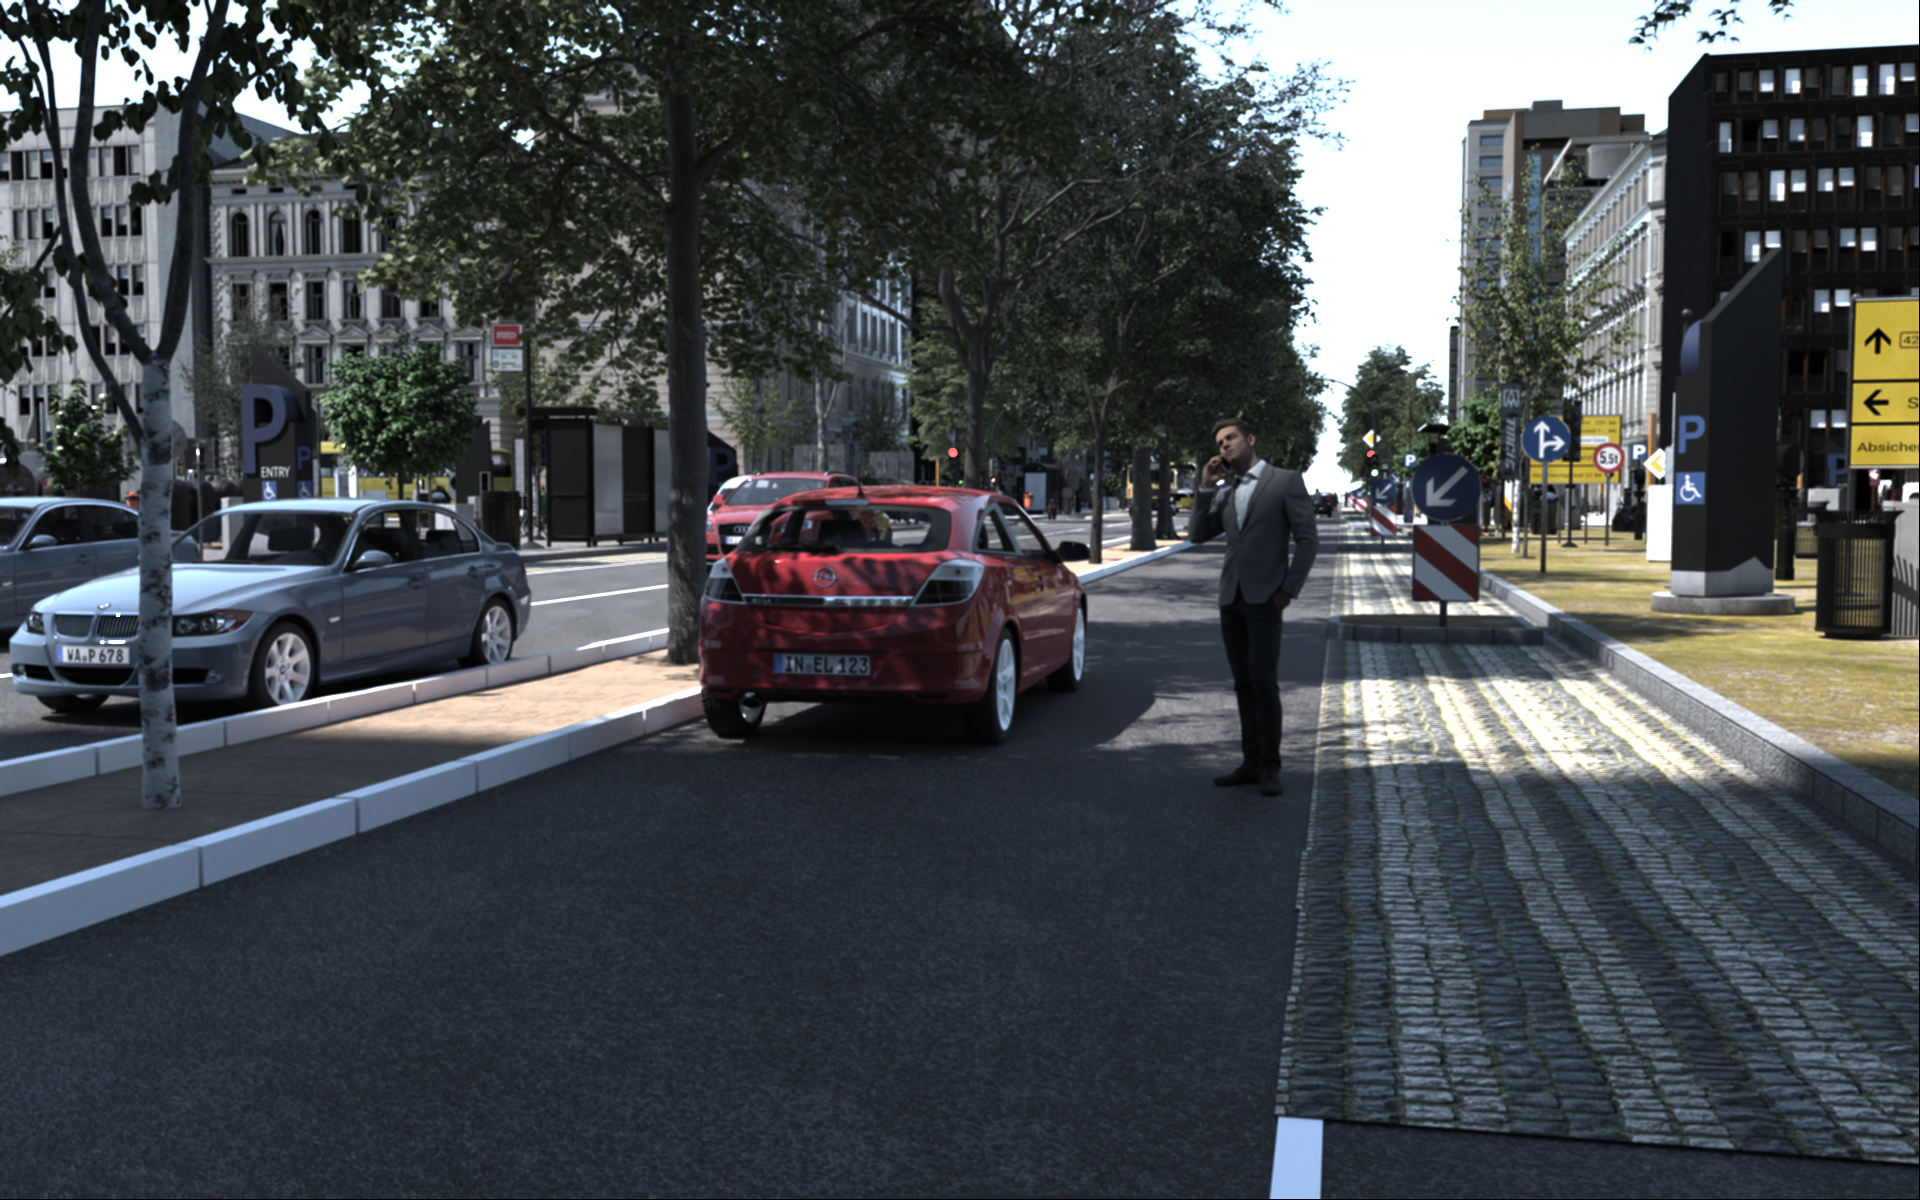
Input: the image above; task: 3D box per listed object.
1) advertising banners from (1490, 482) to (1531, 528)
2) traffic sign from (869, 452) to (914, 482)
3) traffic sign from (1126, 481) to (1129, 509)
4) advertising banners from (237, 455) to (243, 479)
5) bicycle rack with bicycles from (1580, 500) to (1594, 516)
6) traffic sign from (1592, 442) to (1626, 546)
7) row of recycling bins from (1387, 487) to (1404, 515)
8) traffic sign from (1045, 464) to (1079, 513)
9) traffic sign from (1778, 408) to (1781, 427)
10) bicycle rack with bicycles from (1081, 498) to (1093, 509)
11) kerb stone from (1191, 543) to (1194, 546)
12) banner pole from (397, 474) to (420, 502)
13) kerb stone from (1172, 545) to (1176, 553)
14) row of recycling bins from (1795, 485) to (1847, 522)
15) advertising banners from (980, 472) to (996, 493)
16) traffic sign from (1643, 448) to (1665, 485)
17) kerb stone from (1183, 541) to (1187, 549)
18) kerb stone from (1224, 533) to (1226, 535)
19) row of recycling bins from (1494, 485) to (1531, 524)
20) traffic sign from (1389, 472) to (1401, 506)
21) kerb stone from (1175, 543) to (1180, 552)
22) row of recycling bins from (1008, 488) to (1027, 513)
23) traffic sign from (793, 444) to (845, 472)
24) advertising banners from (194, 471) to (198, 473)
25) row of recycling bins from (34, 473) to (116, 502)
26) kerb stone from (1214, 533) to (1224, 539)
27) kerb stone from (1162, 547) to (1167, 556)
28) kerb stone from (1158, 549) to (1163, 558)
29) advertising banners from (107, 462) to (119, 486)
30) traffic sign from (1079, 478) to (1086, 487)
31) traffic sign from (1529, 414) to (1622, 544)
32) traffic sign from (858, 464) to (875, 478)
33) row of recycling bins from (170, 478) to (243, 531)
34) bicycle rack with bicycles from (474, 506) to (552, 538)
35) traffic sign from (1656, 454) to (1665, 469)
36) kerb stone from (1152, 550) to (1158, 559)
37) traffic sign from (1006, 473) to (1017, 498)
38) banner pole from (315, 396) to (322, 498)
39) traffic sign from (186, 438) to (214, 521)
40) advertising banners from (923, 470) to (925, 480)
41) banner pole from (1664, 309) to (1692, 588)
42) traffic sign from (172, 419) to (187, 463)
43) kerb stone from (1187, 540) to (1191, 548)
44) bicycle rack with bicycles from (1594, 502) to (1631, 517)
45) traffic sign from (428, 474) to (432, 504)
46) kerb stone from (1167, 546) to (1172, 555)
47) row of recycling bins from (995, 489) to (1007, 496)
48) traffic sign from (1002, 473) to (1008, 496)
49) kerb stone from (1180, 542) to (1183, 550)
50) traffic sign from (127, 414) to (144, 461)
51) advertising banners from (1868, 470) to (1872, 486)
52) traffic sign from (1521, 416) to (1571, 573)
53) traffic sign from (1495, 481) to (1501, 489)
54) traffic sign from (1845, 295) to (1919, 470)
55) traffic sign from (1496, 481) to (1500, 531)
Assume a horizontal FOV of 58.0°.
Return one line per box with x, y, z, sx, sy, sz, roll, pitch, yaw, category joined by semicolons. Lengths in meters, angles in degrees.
20.724;-4.230;65.344;2.074;3.025;0.090;-2;4;-24;advertising banners
-3.296;-5.459;83.135;2.265;3.308;0.079;1;4;16;traffic sign
14.939;-9.366;153.238;0.768;2.556;0.104;1;4;19;traffic sign
-31.228;-4.953;77.175;2.074;3.025;0.090;0;4;8;advertising banners
35.671;-5.294;99.933;2.925;0.926;2.852;1;4;19;bicycle rack with bicycles
15.983;-2.606;42.721;0.768;2.556;0.104;1;4;16;traffic sign
26.640;-6.036;105.802;1.069;1.692;3.534;1;4;16;row of recycling bins
6.799;-7.439;115.495;2.265;3.308;0.079;1;4;13;traffic sign
9.103;-1.227;20.168;0.768;2.556;0.104;1;4;22;traffic sign
10.976;-8.050;144.994;2.925;0.926;2.852;-3;5;-42;bicycle rack with bicycles
6.146;-1.506;46.849;0.120;0.150;1.000;1;4;12;kerb stone
-16.555;-3.801;52.158;0.863;3.779;0.401;0;4;0;banner pole
5.044;-1.196;41.844;0.120;0.150;1.000;1;4;12;kerb stone
39.829;-4.538;81.315;3.534;1.692;1.069;1;4;22;row of recycling bins
2.314;-8.628;137.251;2.074;3.025;0.090;-2;4;-28;advertising banners
17.503;-2.580;43.375;0.795;2.450;0.064;1;4;18;traffic sign
5.711;-1.385;44.844;0.120;0.150;1.000;1;4;12;kerb stone
9.044;-2.305;59.879;0.120;0.150;1.000;1;4;12;kerb stone
23.918;-4.156;75.058;1.069;1.692;3.534;2;4;32;row of recycling bins
24.551;-5.965;97.631;0.768;2.556;0.104;1;4;15;traffic sign
5.266;-1.260;42.843;0.120;0.150;1.000;1;4;12;kerb stone
4.624;-6.898;119.890;1.069;1.692;3.534;2;4;25;row of recycling bins
-5.771;-4.710;70.882;2.265;3.308;0.079;1;4;17;traffic sign
-35.512;-5.078;79.208;0.090;3.025;2.074;2;4;33;advertising banners
-17.733;-1.638;33.898;3.534;1.692;1.069;2;4;34;row of recycling bins
8.811;-2.244;58.883;0.120;0.150;1.000;1;4;12;kerb stone
4.599;-1.077;39.830;0.120;0.150;1.000;1;4;12;kerb stone
4.382;-1.015;38.831;0.120;0.150;1.000;1;4;12;kerb stone
-26.690;-3.499;53.404;0.090;3.025;2.074;1;4;22;advertising banners
9.639;-8.446;138.196;0.768;2.556;0.104;1;4;17;traffic sign
15.775;-3.096;44.498;2.265;3.308;0.079;1;4;14;traffic sign
-3.933;-4.457;72.981;0.768;2.556;0.104;1;4;18;traffic sign
-20.149;-2.406;46.456;1.069;1.692;3.534;1;4;15;row of recycling bins
-12.962;-2.334;51.541;2.925;0.926;2.852;2;4;25;bicycle rack with bicycles
16.776;-2.419;40.730;0.795;2.450;0.064;1;4;19;traffic sign
4.149;-0.957;37.835;0.120;0.150;1.000;1;4;12;kerb stone
3.013;-6.342;103.802;0.768;2.556;0.104;1;4;15;traffic sign
-16.278;-3.302;44.011;0.401;3.779;0.863;-1;4;-18;banner pole
-13.820;-1.796;31.500;0.606;2.300;0.079;1;4;18;traffic sign
-2.977;-7.888;125.149;0.090;3.025;2.074;1;4;23;advertising banners
9.892;-2.036;23.303;0.401;3.779;0.863;-1;4;-17;banner pole
-13.360;-1.778;29.173;0.768;2.556;0.104;1;4;14;traffic sign
5.932;-1.445;45.849;0.120;0.150;1.000;1;4;12;kerb stone
33.735;-4.447;86.098;2.852;0.926;2.925;-1;4;-11;bicycle rack with bicycles
-12.080;-2.408;39.473;0.768;2.556;0.104;1;4;18;traffic sign
4.827;-1.138;40.840;0.120;0.150;1.000;1;4;12;kerb stone
2.314;-8.120;139.882;3.534;1.692;1.069;-1;4;-14;row of recycling bins
2.877;-6.425;105.160;0.768;2.556;0.104;1;4;21;traffic sign
5.478;-1.324;43.843;0.120;0.150;1.000;1;4;12;kerb stone
-12.849;-1.666;27.338;0.768;2.556;0.104;1;4;19;traffic sign
29.483;-3.573;54.612;0.090;3.025;2.074;-2;4;-25;advertising banners
9.528;-1.720;28.222;0.768;2.556;0.104;1;4;17;traffic sign
26.834;-5.302;86.788;0.768;2.556;0.104;1;4;22;traffic sign
10.285;-1.456;17.682;2.265;3.308;0.079;1;4;17;traffic sign
17.152;-3.369;55.190;0.768;2.556;0.104;1;4;17;traffic sign
